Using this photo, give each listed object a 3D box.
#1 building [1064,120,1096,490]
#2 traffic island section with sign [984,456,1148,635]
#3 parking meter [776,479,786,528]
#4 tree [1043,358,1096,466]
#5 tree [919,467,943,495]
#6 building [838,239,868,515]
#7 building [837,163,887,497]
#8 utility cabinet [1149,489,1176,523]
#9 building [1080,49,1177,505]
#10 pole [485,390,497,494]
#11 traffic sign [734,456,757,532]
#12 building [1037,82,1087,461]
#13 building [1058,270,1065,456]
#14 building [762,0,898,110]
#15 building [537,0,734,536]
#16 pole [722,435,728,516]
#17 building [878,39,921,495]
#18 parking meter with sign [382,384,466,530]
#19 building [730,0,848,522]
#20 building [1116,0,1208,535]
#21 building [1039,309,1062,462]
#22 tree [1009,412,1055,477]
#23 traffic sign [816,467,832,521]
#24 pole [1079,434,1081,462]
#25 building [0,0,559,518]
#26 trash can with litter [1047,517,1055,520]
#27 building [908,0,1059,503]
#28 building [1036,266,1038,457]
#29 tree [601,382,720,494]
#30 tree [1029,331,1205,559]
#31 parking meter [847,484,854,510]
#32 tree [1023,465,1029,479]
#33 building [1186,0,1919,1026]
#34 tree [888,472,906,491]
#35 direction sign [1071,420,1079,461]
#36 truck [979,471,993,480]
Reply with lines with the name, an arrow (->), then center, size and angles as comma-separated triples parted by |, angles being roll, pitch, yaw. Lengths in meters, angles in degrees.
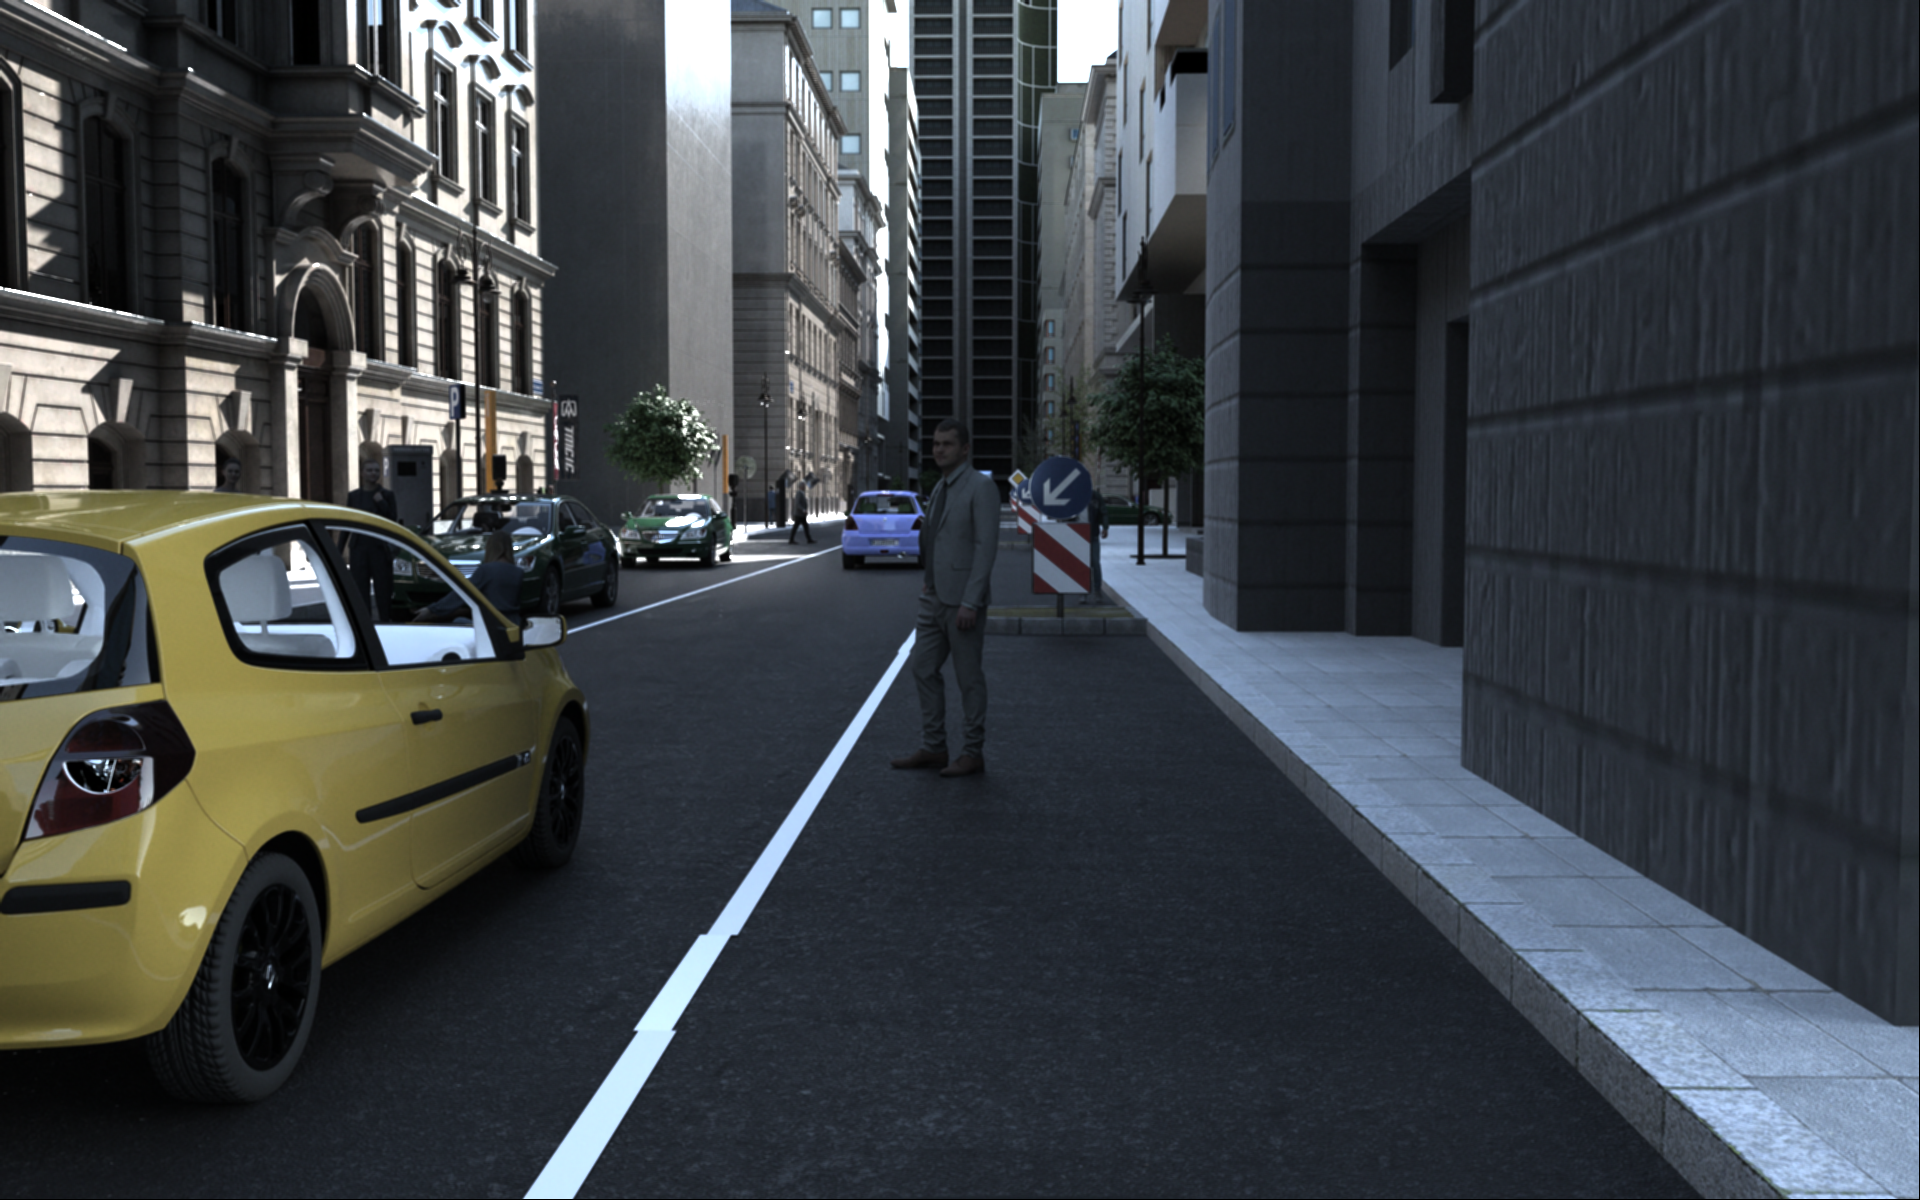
building -> 17.132, -18.988, 114.975 | 19.350, 26.468, 34.151 | 0, 4, 2
traffic island section with sign -> 0.958, -0.612, 18.633 | 1.989, 1.847, 2.006 | 0, 4, 2
parking meter -> -6.856, -3.700, 66.209 | 0.255, 1.863, 0.399 | -2, 4, -33
tree -> 6.384, -8.827, 94.684 | 4.737, 8.622, 4.395 | 0, 3, 0
tree -> -3.455, -13.743, 208.415 | 4.285, 4.588, 4.351 | 0, 3, 0
building -> -11.974, -15.127, 111.952 | 10.561, 19.102, 19.286 | 0, 4, 2
building -> -13.282, -21.144, 133.087 | 14.401, 28.519, 23.554 | 0, 4, 2
utility cabinet -> 8.918, -4.139, 76.352 | 1.173, 1.500, 0.318 | -1, 4, -19
building -> 15.851, -15.460, 81.650 | 19.941, 23.489, 11.050 | 0, 4, 2
pole -> -9.243, -2.467, 34.173 | 0.158, 3.312, 0.155 | 0, 3, 0
traffic sign -> -7.196, -3.544, 58.046 | 0.768, 2.556, 0.104 | 0, 4, 3
building -> 19.826, -35.285, 200.609 | 21.300, 48.544, 21.600 | 0, 4, 2
building -> 13.156, -17.876, 141.419 | 9.793, 20.994, 18.267 | 0, 4, 2
building -> -20.904, -35.215, 165.003 | 28.713, 52.752, 27.495 | 0, 4, 2
building -> -23.651, -14.747, 60.186 | 30.058, 24.678, 14.314 | 0, 4, 2
pole -> -8.097, -4.033, 59.781 | 0.158, 3.312, 0.155 | 0, 3, 0
building -> -15.720, -34.605, 189.500 | 21.300, 48.544, 21.600 | 0, 4, 2
parking meter with sign -> -8.687, -1.892, 27.194 | 1.738, 3.016, 0.543 | -2, 4, -34
building -> -13.080, -17.878, 89.569 | 12.463, 27.353, 25.104 | 0, 4, 2
building -> 18.979, -28.296, 51.886 | 28.713, 52.752, 27.495 | 0, 4, 2
building -> 22.114, -20.251, 176.144 | 27.650, 21.520, 28.899 | 0, 4, 2
tree -> 6.494, -12.487, 154.523 | 4.360, 8.622, 3.978 | 0, 3, 0
traffic sign -> -6.520, -5.062, 82.876 | 0.768, 2.556, 0.104 | 0, 4, 8
pole -> 3.982, -3.952, 58.458 | 0.158, 3.312, 0.155 | 0, 3, 0
building -> -16.802, -12.881, 29.696 | 14.460, 24.649, 34.723 | 0, 4, 2
trash can with litter -> 4.744, -4.591, 86.446 | 0.624, 1.170, 1.055 | -2, 4, -30
building -> 3.479, -49.293, 244.186 | 20.611, 71.187, 20.563 | 0, 4, 2
building -> 16.597, -27.362, 219.076 | 14.160, 30.474, 14.107 | 0, 4, 2
tree -> -8.668, -4.079, 50.403 | 4.285, 4.588, 4.351 | 0, 3, 0
tree -> 4.193, -3.130, 34.896 | 4.285, 4.588, 4.351 | 0, 3, 0
parking meter -> -6.533, -5.986, 103.581 | 0.255, 1.863, 0.399 | 2, 4, 30
tree -> 7.099, -10.774, 159.873 | 4.285, 4.588, 4.351 | 0, 3, 0
building -> 13.122, -28.995, 16.070 | 21.231, 58.520, 28.212 | 0, 4, 2
tree -> -5.591, -9.642, 152.250 | 1.663, 3.219, 1.824 | 0, 3, 0
direction sign -> 3.540, -3.755, 53.395 | 0.379, 3.537, 0.876 | -1, 4, -12
truck -> 2.573, -12.476, 193.748 | 2.967, 4.110, 18.799 | 0, 4, 1
